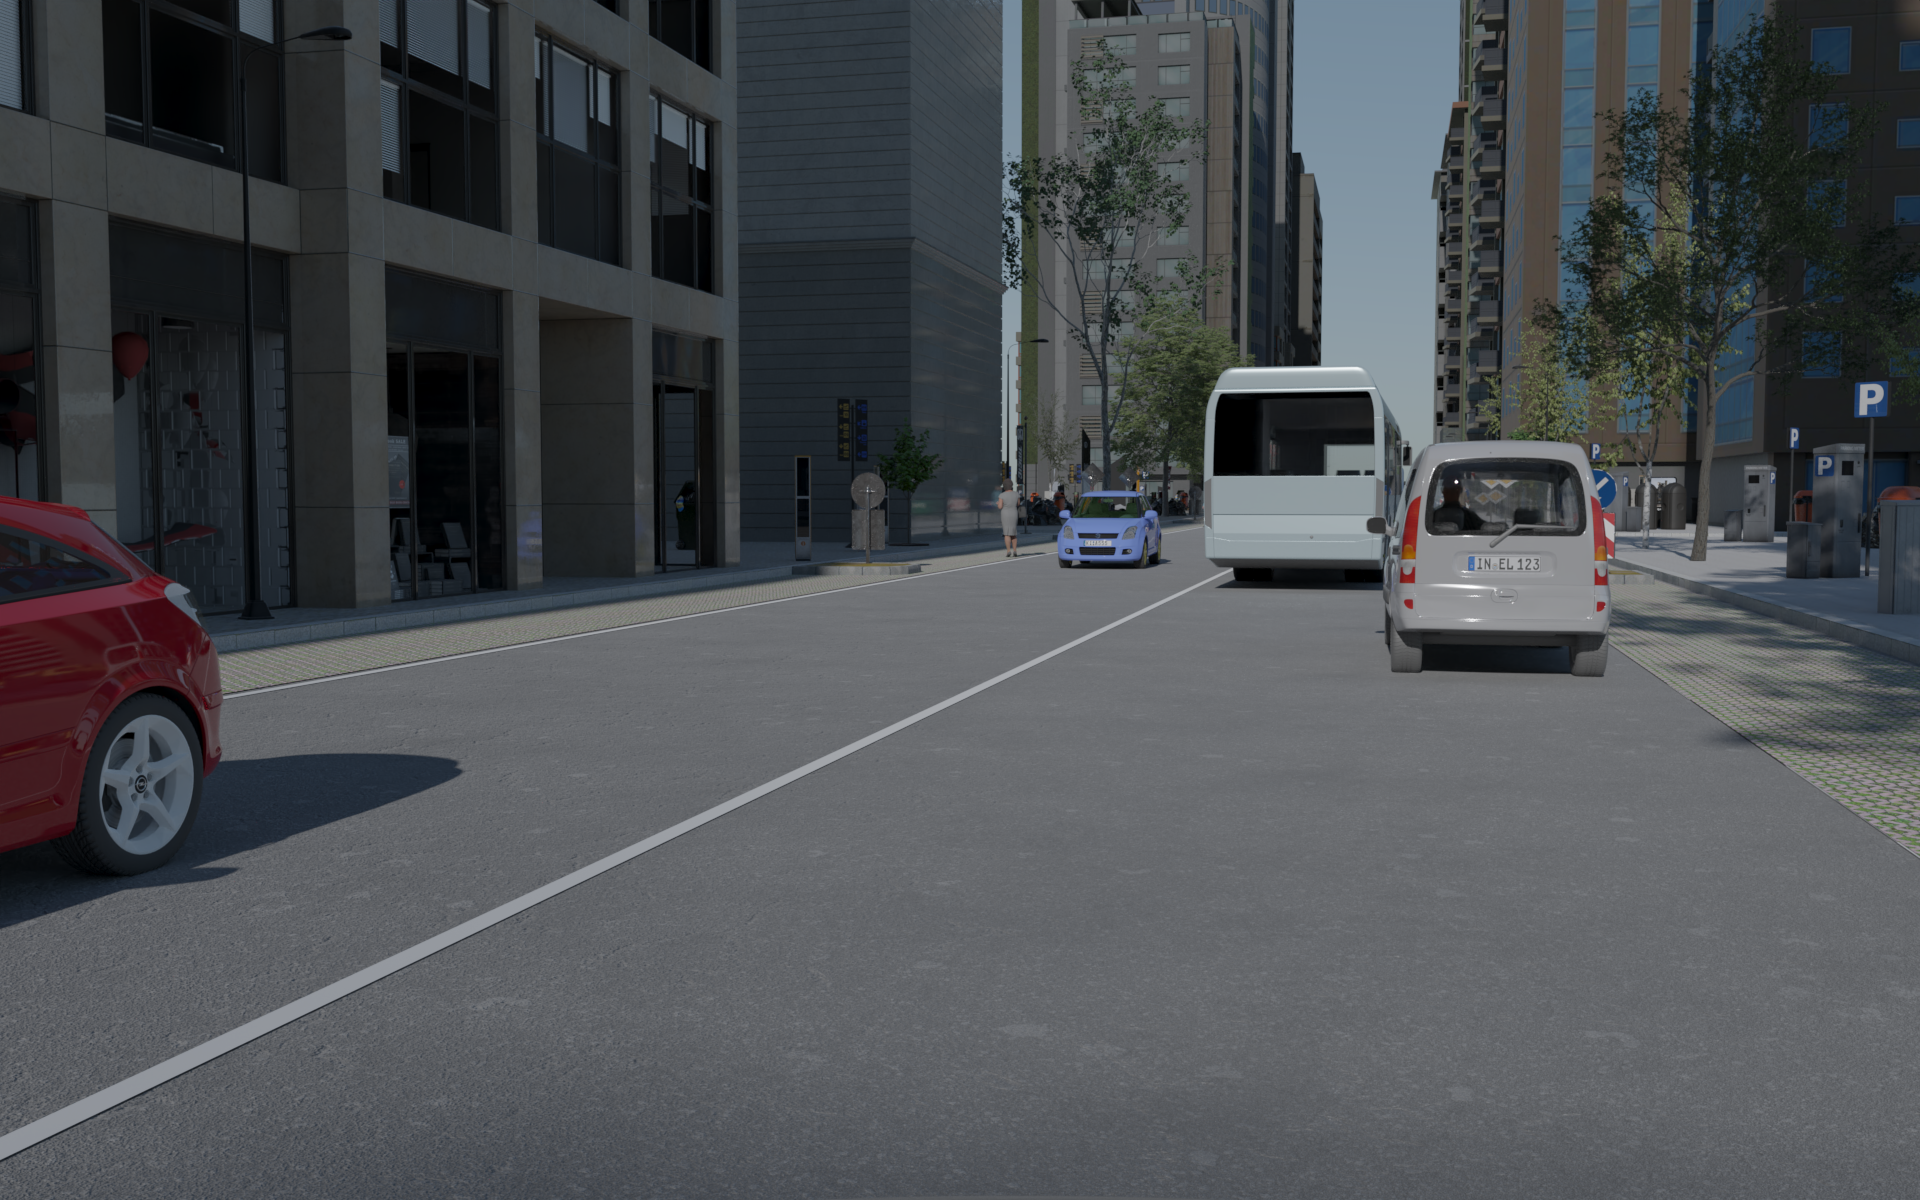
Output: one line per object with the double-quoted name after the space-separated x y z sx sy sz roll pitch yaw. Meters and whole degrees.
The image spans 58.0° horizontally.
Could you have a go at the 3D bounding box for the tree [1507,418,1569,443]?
24.585 -5.507 73.748 4.285 4.588 4.351 0 3 0 "tree"

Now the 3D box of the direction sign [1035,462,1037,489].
5.411 -8.028 123.253 0.379 3.537 0.876 0 4 6 "direction sign"

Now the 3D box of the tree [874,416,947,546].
-1.398 -2.963 43.046 1.663 3.219 1.824 0 3 0 "tree"

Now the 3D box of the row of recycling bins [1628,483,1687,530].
24.401 -3.402 62.731 3.534 1.692 1.069 1 4 21 "row of recycling bins"

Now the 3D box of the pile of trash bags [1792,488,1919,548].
21.789 -1.936 41.408 3.447 1.369 1.912 1 4 23 "pile of trash bags"

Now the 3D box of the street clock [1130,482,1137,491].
8.982 -5.214 89.823 0.358 2.002 0.471 -1 4 -13 "street clock"

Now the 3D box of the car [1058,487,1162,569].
3.001 -1.518 34.410 1.945 1.707 3.694 1 4 13 "car"

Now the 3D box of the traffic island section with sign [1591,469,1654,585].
10.169 -1.204 28.310 1.989 1.847 2.006 1 4 14 "traffic island section with sign"

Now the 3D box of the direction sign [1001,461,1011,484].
3.104 -7.748 118.676 0.379 3.537 0.876 2 4 33 "direction sign"

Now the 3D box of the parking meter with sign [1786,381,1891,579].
13.442 -1.854 26.570 1.738 3.016 0.543 -2 4 -28 "parking meter with sign"

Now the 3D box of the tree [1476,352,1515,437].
23.425 -7.214 68.305 4.737 8.622 4.395 0 3 0 "tree"

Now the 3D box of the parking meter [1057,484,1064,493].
6.038 -5.998 103.774 0.399 1.863 0.255 -1 4 -22 "parking meter"

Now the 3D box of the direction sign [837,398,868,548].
-2.558 -3.017 41.327 0.876 3.537 0.379 -3 5 -41 "direction sign"

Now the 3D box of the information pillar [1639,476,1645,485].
27.333 -3.956 69.174 0.304 2.012 0.304 -1 4 -19 "information pillar"

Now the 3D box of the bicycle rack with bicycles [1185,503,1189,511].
17.410 -7.080 129.146 2.925 0.926 2.852 0 4 -3 "bicycle rack with bicycles"

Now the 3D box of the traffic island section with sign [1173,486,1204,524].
11.487 -4.637 84.447 1.989 1.847 2.006 1 4 14 "traffic island section with sign"

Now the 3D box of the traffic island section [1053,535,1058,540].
4.191 -2.017 55.259 2.009 0.180 2.903 1 4 14 "traffic island section"

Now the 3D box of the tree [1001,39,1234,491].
5.515 -13.409 75.133 12.611 20.169 13.585 0 3 0 "tree"

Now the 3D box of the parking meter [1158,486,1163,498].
14.673 -7.399 126.687 0.399 1.863 0.255 1 4 18 "parking meter"

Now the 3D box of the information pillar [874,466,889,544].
-2.032 -2.464 44.770 0.304 2.012 0.304 -2 4 -25 "information pillar"

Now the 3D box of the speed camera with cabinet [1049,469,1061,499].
7.043 -8.158 127.716 0.660 3.252 2.038 1 4 13 "speed camera with cabinet"

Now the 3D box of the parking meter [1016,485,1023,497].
3.696 -6.235 107.645 0.399 1.863 0.255 -1 4 -13 "parking meter"

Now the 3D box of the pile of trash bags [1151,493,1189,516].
12.656 -5.699 102.924 1.912 1.369 3.447 2 4 34 "pile of trash bags"

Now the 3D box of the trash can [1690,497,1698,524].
31.587 -3.813 74.002 0.748 1.137 0.748 0 3 0 "trash can"

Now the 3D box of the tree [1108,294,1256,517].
12.125 -11.019 98.291 7.486 12.596 7.792 0 3 0 "tree"

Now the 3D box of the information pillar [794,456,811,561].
-3.014 -1.757 33.221 0.304 2.012 0.304 0 4 -7 "information pillar"

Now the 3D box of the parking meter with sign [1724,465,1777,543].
21.306 -3.051 46.141 0.543 3.016 1.738 -3 5 -42 "parking meter with sign"

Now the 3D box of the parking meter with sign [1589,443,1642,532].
22.398 -3.844 59.111 0.543 3.016 1.738 -3 5 -39 "parking meter with sign"

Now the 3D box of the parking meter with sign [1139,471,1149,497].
13.960 -8.321 132.305 0.543 3.016 1.738 1 4 22 "parking meter with sign"

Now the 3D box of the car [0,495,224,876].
-4.235 0.229 5.301 2.155 1.783 4.494 1 4 13 "car"

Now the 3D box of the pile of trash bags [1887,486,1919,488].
11.897 -0.647 20.329 3.447 1.369 1.912 -2 4 -31 "pile of trash bags"

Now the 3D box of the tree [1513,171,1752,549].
16.134 -5.505 40.369 4.737 8.622 4.395 0 3 0 "tree"

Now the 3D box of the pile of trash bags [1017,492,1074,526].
3.395 -3.768 71.352 1.912 1.369 3.447 2 4 31 "pile of trash bags"

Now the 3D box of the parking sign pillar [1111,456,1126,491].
10.503 -7.836 116.583 1.447 3.967 1.447 0 4 0 "parking sign pillar"

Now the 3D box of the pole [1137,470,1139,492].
12.232 -7.659 119.069 0.158 3.312 0.155 0 3 0 "pole"

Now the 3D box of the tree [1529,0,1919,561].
14.476 -6.015 32.761 7.601 10.594 8.767 1 4 18 "tree"

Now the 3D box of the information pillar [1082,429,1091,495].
4.556 -4.364 62.712 0.183 3.616 0.504 2 4 35 "information pillar"

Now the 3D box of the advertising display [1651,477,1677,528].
26.298 -3.648 64.851 0.974 1.923 0.123 2 4 29 "advertising display"

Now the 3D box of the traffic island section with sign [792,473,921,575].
-1.780 -1.386 31.290 1.989 1.847 2.006 1 4 14 "traffic island section with sign"

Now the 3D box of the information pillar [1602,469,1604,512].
18.460 -2.789 50.095 0.304 2.012 0.304 2 4 28 "information pillar"

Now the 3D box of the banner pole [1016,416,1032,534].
2.001 -4.007 55.539 0.401 3.779 0.863 2 4 30 "banner pole"

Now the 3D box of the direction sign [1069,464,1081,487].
8.628 -8.434 129.885 0.876 3.537 0.379 0 4 7 "direction sign"

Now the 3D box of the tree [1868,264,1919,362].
25.782 -5.762 44.564 4.737 8.622 4.395 0 3 0 "tree"
